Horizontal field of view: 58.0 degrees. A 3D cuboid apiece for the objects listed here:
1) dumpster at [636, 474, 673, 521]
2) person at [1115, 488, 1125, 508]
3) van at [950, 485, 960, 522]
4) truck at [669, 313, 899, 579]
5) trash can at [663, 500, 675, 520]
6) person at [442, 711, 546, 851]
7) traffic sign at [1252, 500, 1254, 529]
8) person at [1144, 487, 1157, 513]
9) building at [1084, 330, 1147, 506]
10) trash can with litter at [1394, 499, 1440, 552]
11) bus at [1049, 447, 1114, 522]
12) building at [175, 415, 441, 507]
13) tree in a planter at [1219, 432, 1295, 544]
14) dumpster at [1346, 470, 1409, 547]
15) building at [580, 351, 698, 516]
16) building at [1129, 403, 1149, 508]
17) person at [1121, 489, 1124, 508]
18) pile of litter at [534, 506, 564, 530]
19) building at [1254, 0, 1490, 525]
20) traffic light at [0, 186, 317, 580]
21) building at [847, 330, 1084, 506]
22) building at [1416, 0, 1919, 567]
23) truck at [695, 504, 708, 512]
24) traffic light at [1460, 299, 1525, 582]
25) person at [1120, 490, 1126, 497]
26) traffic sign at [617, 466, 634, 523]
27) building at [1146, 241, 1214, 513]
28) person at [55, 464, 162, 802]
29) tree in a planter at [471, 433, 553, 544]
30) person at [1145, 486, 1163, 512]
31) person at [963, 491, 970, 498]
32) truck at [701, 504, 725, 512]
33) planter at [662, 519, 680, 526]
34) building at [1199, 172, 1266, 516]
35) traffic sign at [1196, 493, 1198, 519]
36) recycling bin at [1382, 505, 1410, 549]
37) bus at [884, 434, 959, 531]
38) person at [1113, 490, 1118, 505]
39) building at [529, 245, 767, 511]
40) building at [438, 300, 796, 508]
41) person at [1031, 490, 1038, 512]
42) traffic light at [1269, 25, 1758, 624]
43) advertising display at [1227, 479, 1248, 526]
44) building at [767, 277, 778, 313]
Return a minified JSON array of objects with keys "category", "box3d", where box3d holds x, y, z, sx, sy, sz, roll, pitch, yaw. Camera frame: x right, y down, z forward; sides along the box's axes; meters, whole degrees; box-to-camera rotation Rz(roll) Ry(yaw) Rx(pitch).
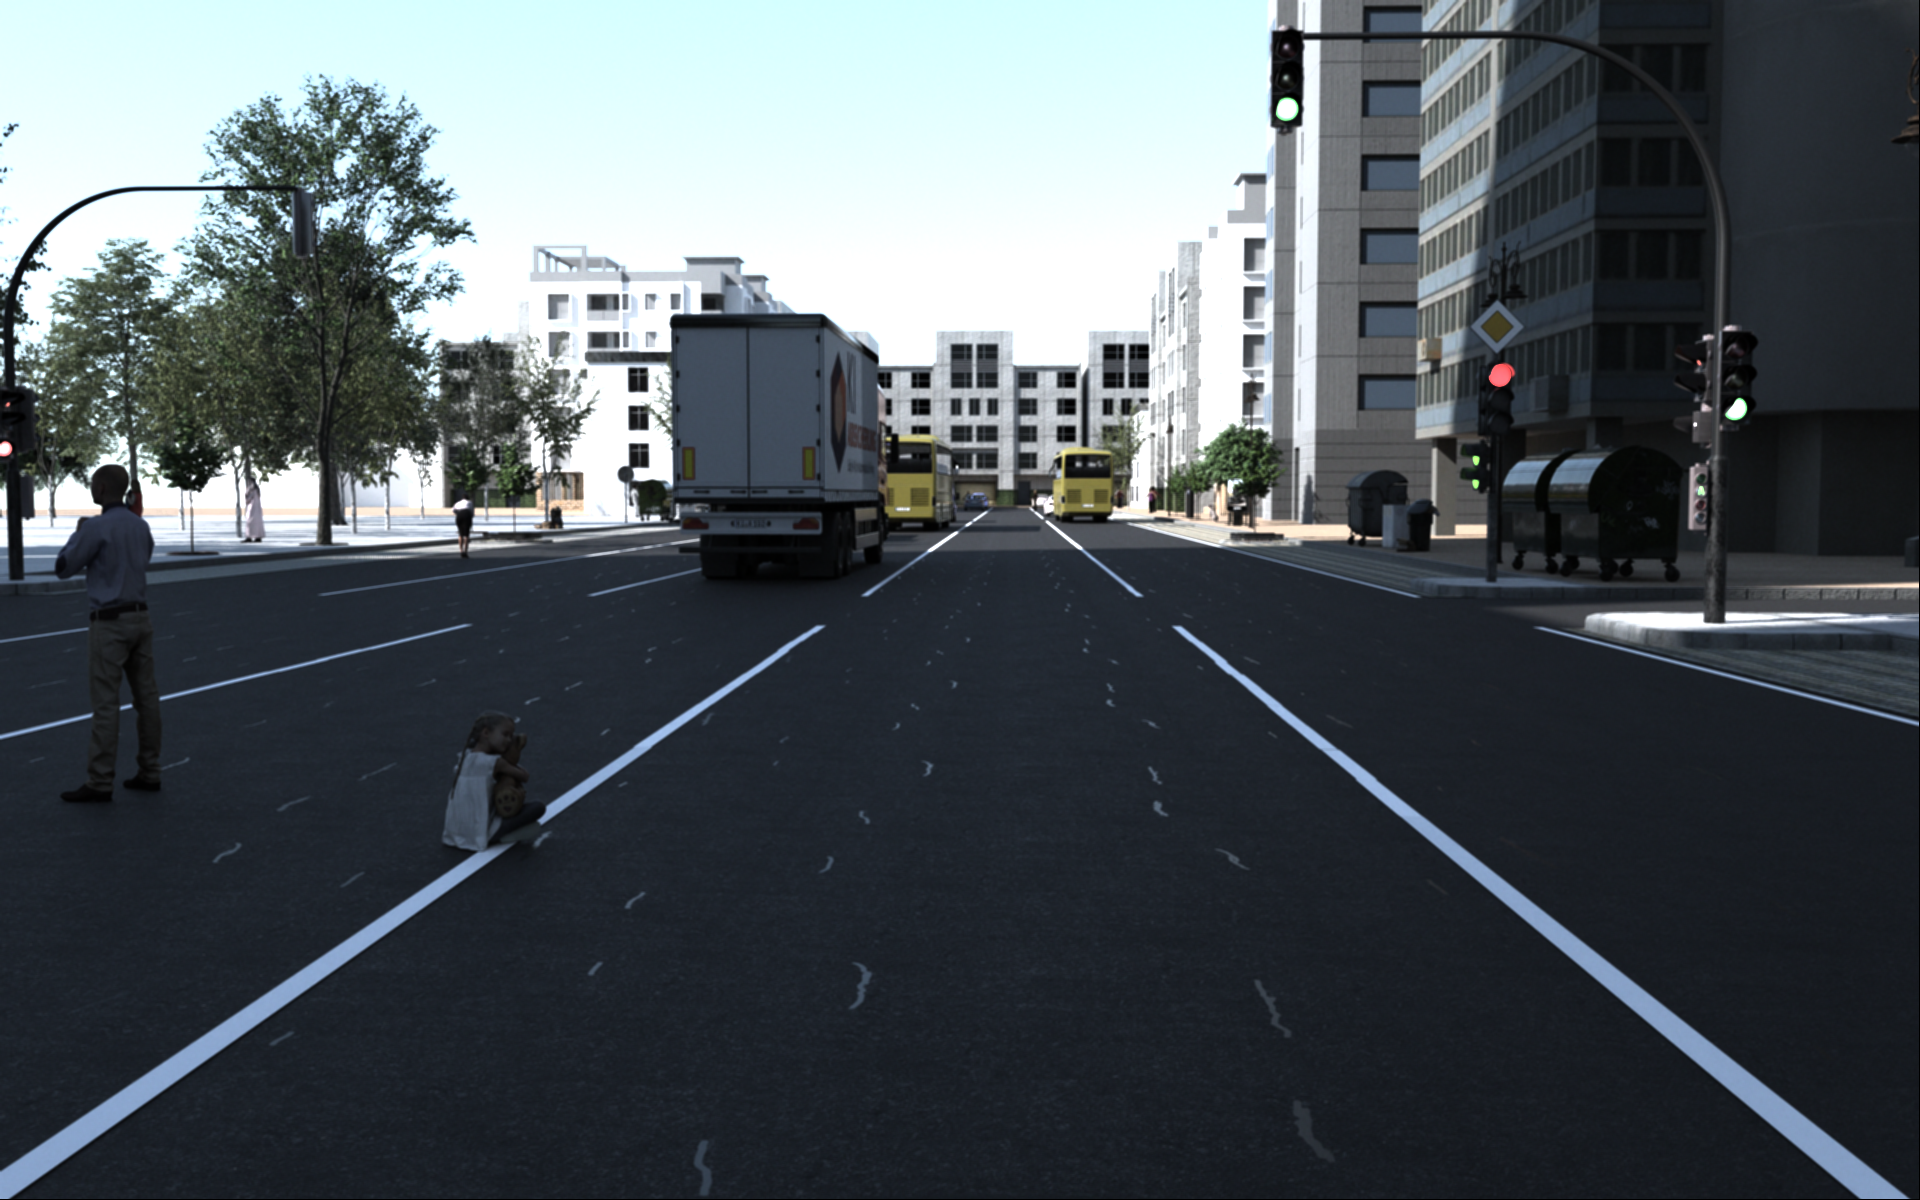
[{"category":"dumpster","box3d":[-14.473,-4.875,82.202,1.502,2.255,1.985,0,4,2]},{"category":"person","box3d":[14.263,-9.096,154.723,1.348,1.831,0.705,-3,5,-42]},{"category":"van","box3d":[-1.190,-5.198,89.367,2.240,2.365,5.245,0,4,2]},{"category":"truck","box3d":[-2.978,-2.667,32.514,2.839,4.237,11.283,0,4,3]},{"category":"trash can","box3d":[-14.633,-4.617,87.136,0.748,1.137,0.748,0,3,0]},{"category":"person","box3d":[-1.922,0.726,7.102,0.381,0.543,0.357,3,4,38]},{"category":"traffic sign","box3d":[10.756,-3.880,63.538,0.768,2.556,0.104,0,4,8]},{"category":"person","box3d":[12.721,-6.667,115.736,0.721,1.739,1.217,-3,4,-38]},{"category":"building","box3d":[29.747,-20.094,194.986,31.486,18.905,16.747,0,4,2]},{"category":"trash can with litter","box3d":[10.161,-1.662,38.564,0.624,1.170,1.055,3,5,44]},{"category":"bus","box3d":[6.285,-6.031,90.157,2.896,3.916,12.252,0,4,1]},{"category":"building","box3d":[-61.760,-14.012,171.250,28.070,9.664,9.099,0,4,2]},{"category":"tree in a planter","box3d":[8.500,-3.215,49.792,1.991,3.239,1.994,0,4,2]},{"category":"dumpster","box3d":[10.334,-2.268,42.848,1.264,1.857,1.865,0,4,2]},{"category":"building","box3d":[-20.882,-10.642,116.138,9.099,9.664,28.070,0,4,2]},{"category":"building","box3d":[21.091,-13.300,159.608,9.099,9.664,28.070,0,4,2]},{"category":"person","box3d":[14.807,-9.300,159.023,0.530,1.710,0.541,-1,4,-9]},{"category":"pile of litter","box3d":[-15.038,-3.024,63.401,1.176,0.858,1.719,0,4,1]},{"category":"building","box3d":[25.700,-33.160,84.169,21.231,58.520,28.212,0,4,2]},{"category":"traffic light","box3d":[-11.996,-3.124,25.739,4.771,5.953,1.251,0,4,2]},{"category":"building","box3d":[-2.386,-20.127,195.527,31.486,18.905,16.747,0,4,2]},{"category":"building","box3d":[25.522,-21.471,42.926,23.993,40.220,32.217,0,4,2]},{"category":"truck","box3d":[-9.083,-5.363,77.444,2.967,4.110,18.799,0,4,2]},{"category":"traffic light","box3d":[7.722,-2.214,25.121,0.839,4.253,0.868,0,4,2]},{"category":"person","box3d":[15.208,-9.740,165.300,1.348,1.823,0.705,0,4,-7]},{"category":"traffic sign","box3d":[-14.970,-4.739,77.587,0.768,2.556,0.104,0,4,3]},{"category":"building","box3d":[23.772,-16.089,129.509,16.747,18.905,31.486,0,4,2]},{"category":"person","box3d":[-4.025,0.144,8.210,0.319,1.574,0.516,2,4,24]},{"category":"tree in a planter","box3d":[-13.049,-3.267,50.636,1.991,3.239,1.994,0,4,2]},{"category":"person","box3d":[13.705,-7.131,122.601,1.348,1.831,0.705,2,4,24]},{"category":"person","box3d":[0.770,-10.270,177.125,1.217,1.735,0.721,3,4,37]},{"category":"truck","box3d":[-6.179,-3.559,54.121,3.469,3.379,9.791,0,4,1]},{"category":"planter","box3d":[-12.221,-3.462,77.737,1.991,0.319,1.994,0,4,2]},{"category":"building","box3d":[23.153,-15.356,107.488,16.016,20.091,11.380,0,4,2]},{"category":"traffic sign","box3d":[11.953,-5.337,87.256,0.884,2.594,0.081,1,4,9]},{"category":"recycling bin","box3d":[10.391,-1.723,40.719,0.722,1.027,0.722,0,4,-6]},{"category":"bus","box3d":[-1.817,-4.835,70.598,2.896,3.916,12.252,0,4,3]},{"category":"person","box3d":[14.323,-9.143,156.257,1.217,1.736,0.721,0,4,-1]},{"category":"building","box3d":[-24.205,-17.085,135.754,16.016,20.091,11.380,0,4,2]},{"category":"building","box3d":[-31.735,-18.362,166.676,31.486,18.905,16.747,0,4,2]},{"category":"person","box3d":[5.981,-7.981,139.504,0.721,1.766,1.217,2,4,27]},{"category":"traffic light","box3d":[5.386,-2.593,17.062,4.771,5.953,1.251,0,4,2]},{"category":"advertising display","box3d":[11.162,-3.939,69.609,0.123,1.923,0.974,-3,5,-45]},{"category":"building","box3d":[-23.445,-17.778,147.095,16.016,20.091,11.380,0,4,2]}]
